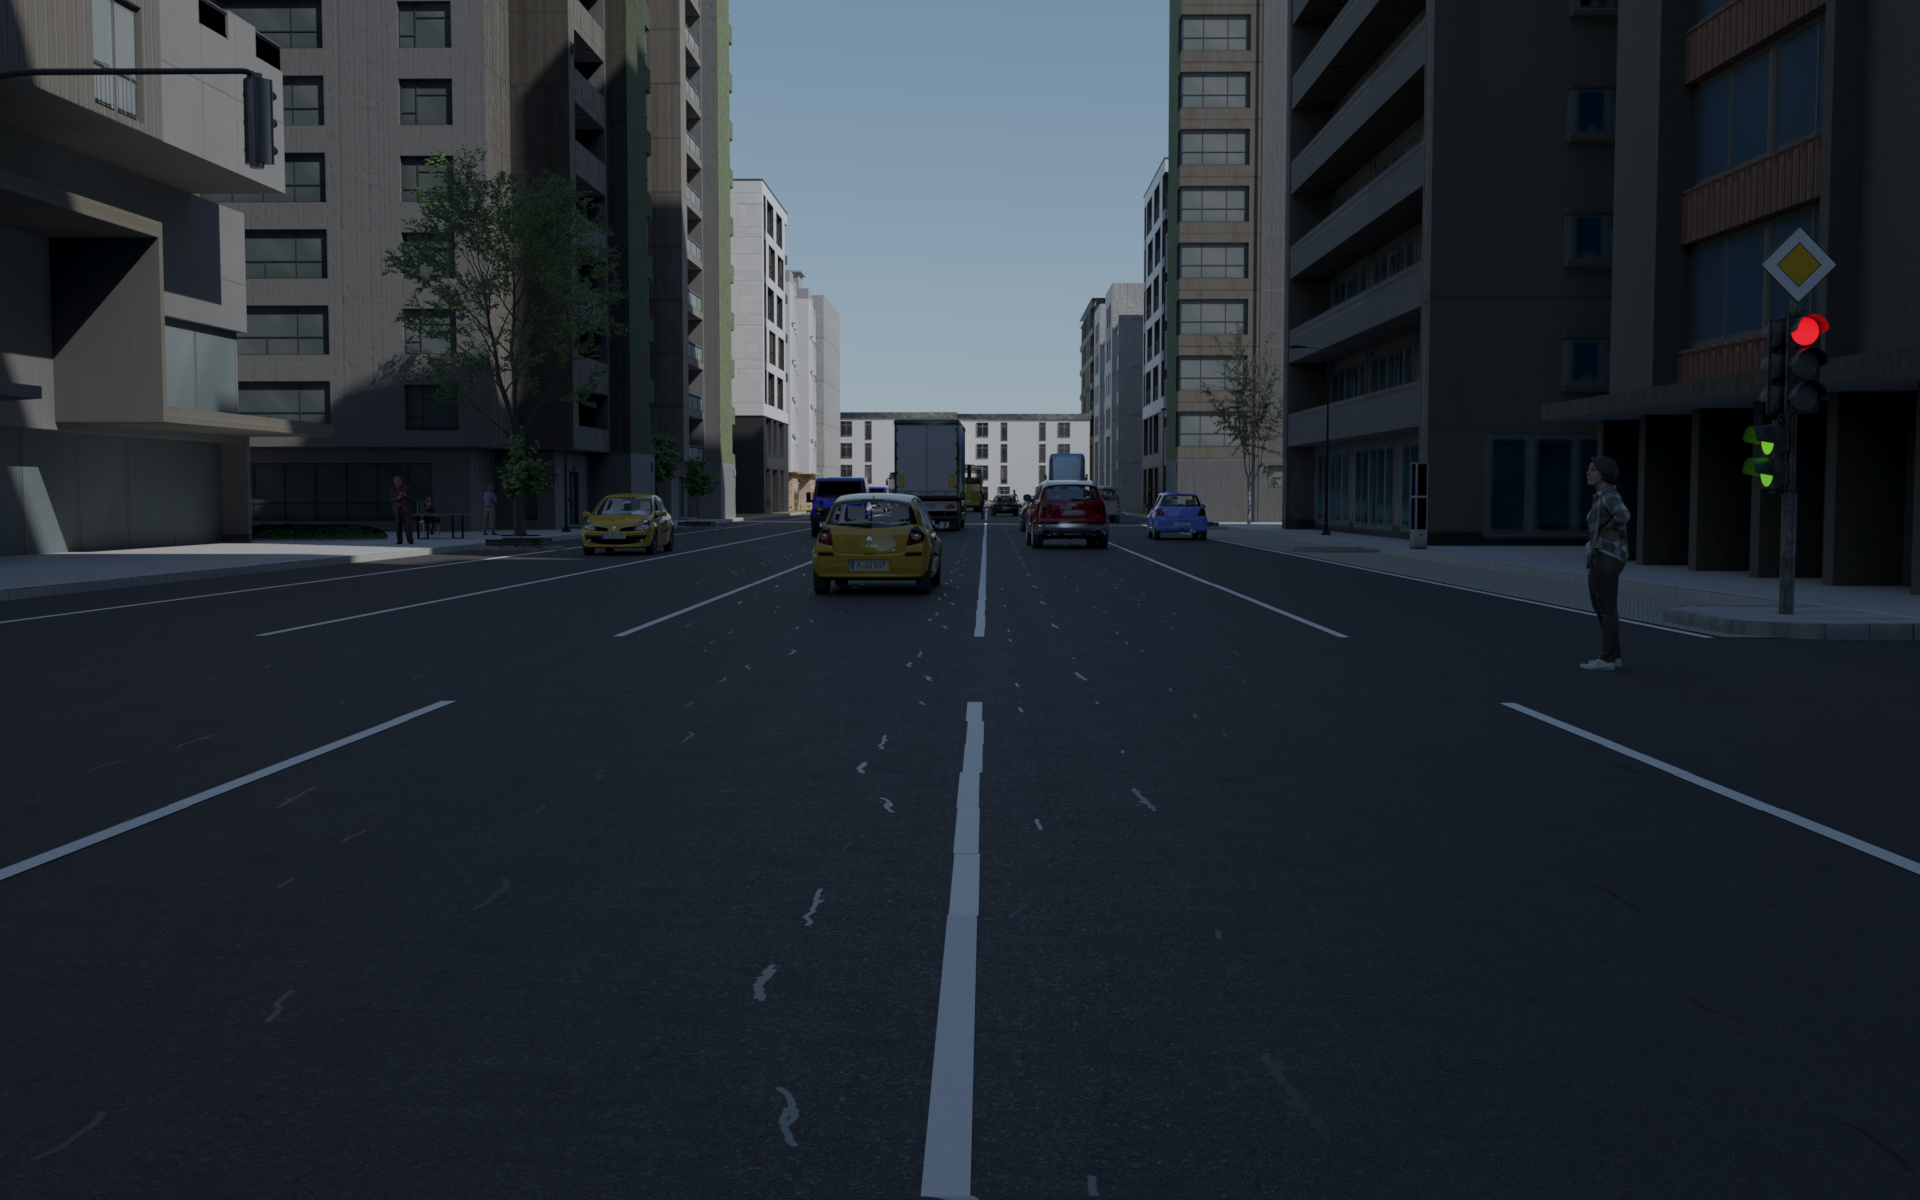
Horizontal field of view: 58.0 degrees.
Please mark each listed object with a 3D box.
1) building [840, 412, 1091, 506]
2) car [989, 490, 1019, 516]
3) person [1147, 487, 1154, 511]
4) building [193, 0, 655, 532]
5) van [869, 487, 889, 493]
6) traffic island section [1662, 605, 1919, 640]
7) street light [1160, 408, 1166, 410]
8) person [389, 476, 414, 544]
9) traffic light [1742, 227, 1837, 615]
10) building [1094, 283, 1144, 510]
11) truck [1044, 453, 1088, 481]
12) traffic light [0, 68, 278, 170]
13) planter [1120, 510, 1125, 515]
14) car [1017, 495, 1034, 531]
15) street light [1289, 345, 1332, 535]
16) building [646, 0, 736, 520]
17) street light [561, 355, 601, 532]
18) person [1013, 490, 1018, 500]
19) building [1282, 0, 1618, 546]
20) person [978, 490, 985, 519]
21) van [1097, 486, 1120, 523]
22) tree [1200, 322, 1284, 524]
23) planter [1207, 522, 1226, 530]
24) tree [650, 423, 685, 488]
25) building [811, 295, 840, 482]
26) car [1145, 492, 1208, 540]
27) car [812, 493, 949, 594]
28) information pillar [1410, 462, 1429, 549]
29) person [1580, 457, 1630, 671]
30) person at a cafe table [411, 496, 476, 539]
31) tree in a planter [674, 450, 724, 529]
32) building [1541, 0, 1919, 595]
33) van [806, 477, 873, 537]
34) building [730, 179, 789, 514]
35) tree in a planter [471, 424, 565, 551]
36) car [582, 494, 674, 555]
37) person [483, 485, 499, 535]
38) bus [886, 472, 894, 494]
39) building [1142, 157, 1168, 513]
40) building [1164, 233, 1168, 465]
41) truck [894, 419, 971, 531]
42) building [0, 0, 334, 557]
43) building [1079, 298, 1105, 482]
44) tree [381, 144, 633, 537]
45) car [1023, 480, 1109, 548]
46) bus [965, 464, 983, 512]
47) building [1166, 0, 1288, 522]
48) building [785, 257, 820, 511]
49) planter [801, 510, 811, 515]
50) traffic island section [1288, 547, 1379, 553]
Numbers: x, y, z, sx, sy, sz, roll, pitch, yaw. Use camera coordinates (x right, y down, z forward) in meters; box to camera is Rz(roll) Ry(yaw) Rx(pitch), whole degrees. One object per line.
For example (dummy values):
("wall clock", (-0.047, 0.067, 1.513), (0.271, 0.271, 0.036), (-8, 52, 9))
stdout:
("building", (-0.341, -14.651, 181.692), (28.070, 9.664, 9.099), (0, 4, 1))
("car", (2.889, -6.294, 112.693), (2.009, 1.686, 4.222), (0, 4, -1))
("person", (11.950, -6.275, 109.467), (0.721, 1.723, 1.217), (0, 4, 1))
("building", (-19.783, -17.893, 64.253), (14.160, 30.474, 14.107), (0, 4, 1))
("van", (-6.632, -8.191, 138.306), (2.240, 2.365, 5.245), (0, 4, 3))
("traffic island section", (8.840, 0.232, 18.485), (2.009, 0.180, 2.903), (0, 4, 1))
("street light", (11.495, -7.397, 93.485), (1.470, 5.913, 1.316), (0, 4, 1))
("person", (-14.233, -2.291, 44.187), (0.565, 1.739, 0.600), (-2, 4, -35))
("traffic light", (8.800, -1.801, 18.372), (0.839, 4.253, 0.868), (0, 4, 1))
("building", (21.240, -17.562, 153.588), (16.747, 18.905, 31.486), (0, 4, 1))
("truck", (6.866, -7.279, 108.777), (2.967, 4.110, 18.799), (0, 4, 2))
("traffic light", (-9.806, -2.692, 18.685), (4.771, 5.953, 1.251), (0, 4, 1))
("planter", (10.457, -6.084, 120.606), (1.991, 0.319, 1.994), (0, 4, 1))
("car", (3.232, -3.404, 67.660), (2.014, 1.417, 4.499), (0, 4, 1))
("street light", (10.912, -4.982, 54.000), (1.470, 5.913, 1.316), (0, 4, 1))
("building", (-19.295, -24.610, 85.975), (14.154, 41.232, 14.086), (0, 4, 1))
("street light", (-12.719, -5.234, 58.115), (1.470, 5.913, 1.316), (0, 4, 1))
("person", (4.667, -8.655, 150.007), (0.705, 1.824, 1.348), (-2, 4, -35))
("building", (22.333, -26.174, 51.647), (21.300, 48.544, 21.600), (0, 4, 1))
("person", (1.208, -5.449, 99.067), (0.415, 1.643, 0.593), (-1, 4, -11))
("van", (7.185, -4.976, 88.363), (2.013, 2.044, 4.112), (0, 4, 0))
("tree", (12.284, -7.532, 73.514), (4.360, 8.622, 3.978), (0, 3, 0))
("planter", (9.666, -2.993, 70.080), (1.991, 0.319, 1.994), (0, 4, 1))
("tree", (-13.990, -5.734, 77.463), (4.285, 4.588, 4.351), (0, 3, 0))
("building", (-27.692, -18.112, 162.595), (31.486, 18.905, 16.747), (0, 4, 1))
("car", (6.907, -2.799, 55.348), (1.945, 1.707, 3.694), (0, 4, 2))
("car", (-1.192, -0.976, 26.189), (2.015, 1.641, 3.980), (0, 4, 2))
("information pillar", (10.684, -2.190, 40.302), (0.304, 2.012, 0.304), (-1, 4, -10))
("person", (5.286, -0.300, 14.133), (0.376, 1.734, 0.841), (2, 4, 25))
("person at a cafe table", (-15.076, -2.380, 49.769), (1.698, 1.238, 1.726), (-3, 4, -38))
("tree in a planter", (-10.785, -4.519, 71.101), (1.991, 3.239, 1.994), (0, 4, 1))
("building", (25.636, -22.867, 28.501), (28.867, 44.769, 22.147), (0, 4, 1))
("van", (-4.087, -3.399, 59.959), (2.240, 2.365, 5.245), (0, 4, -1))
("building", (-26.737, -16.304, 110.547), (27.936, 21.610, 32.646), (0, 4, 1))
("tree in a planter", (-11.211, -2.871, 44.160), (1.991, 3.239, 1.994), (0, 4, 1))
("car", (-8.026, -1.943, 41.993), (2.015, 1.641, 3.980), (0, 4, -1))
("person", (-14.701, -2.816, 54.155), (0.516, 1.574, 0.319), (2, 4, 28))
("bus", (-3.576, -8.001, 125.679), (2.948, 3.499, 13.247), (0, 4, 1))
("building", (26.567, -16.969, 121.410), (27.936, 21.610, 32.646), (0, 4, 1))
("building", (20.019, -14.866, 99.483), (16.016, 20.091, 11.380), (0, 4, 1))
("truck", (-1.070, -4.982, 70.371), (2.839, 4.237, 11.283), (0, 4, 2))
("building", (-30.116, -27.014, 30.913), (28.713, 52.752, 27.495), (0, 4, 1))
("building", (30.167, -21.198, 190.568), (32.646, 21.610, 27.936), (0, 4, 1))
("tree", (-13.526, -7.747, 52.420), (9.928, 11.665, 9.643), (0, 3, 0))
("car", (2.889, -2.363, 47.300), (2.281, 1.827, 5.304), (0, 4, 0))
("bus", (0.534, -9.212, 142.165), (2.896, 3.916, 12.252), (0, 4, 0))
("building", (17.001, -24.500, 84.172), (14.154, 41.232, 14.086), (0, 4, 1))
("building", (-20.001, -17.628, 144.634), (16.016, 20.091, 11.380), (0, 4, 1))
("planter", (-9.996, -6.107, 120.992), (1.991, 0.319, 1.994), (0, 4, 1))
("traffic island section", (9.228, -1.240, 43.147), (1.991, 0.108, 1.994), (0, 4, 1))
